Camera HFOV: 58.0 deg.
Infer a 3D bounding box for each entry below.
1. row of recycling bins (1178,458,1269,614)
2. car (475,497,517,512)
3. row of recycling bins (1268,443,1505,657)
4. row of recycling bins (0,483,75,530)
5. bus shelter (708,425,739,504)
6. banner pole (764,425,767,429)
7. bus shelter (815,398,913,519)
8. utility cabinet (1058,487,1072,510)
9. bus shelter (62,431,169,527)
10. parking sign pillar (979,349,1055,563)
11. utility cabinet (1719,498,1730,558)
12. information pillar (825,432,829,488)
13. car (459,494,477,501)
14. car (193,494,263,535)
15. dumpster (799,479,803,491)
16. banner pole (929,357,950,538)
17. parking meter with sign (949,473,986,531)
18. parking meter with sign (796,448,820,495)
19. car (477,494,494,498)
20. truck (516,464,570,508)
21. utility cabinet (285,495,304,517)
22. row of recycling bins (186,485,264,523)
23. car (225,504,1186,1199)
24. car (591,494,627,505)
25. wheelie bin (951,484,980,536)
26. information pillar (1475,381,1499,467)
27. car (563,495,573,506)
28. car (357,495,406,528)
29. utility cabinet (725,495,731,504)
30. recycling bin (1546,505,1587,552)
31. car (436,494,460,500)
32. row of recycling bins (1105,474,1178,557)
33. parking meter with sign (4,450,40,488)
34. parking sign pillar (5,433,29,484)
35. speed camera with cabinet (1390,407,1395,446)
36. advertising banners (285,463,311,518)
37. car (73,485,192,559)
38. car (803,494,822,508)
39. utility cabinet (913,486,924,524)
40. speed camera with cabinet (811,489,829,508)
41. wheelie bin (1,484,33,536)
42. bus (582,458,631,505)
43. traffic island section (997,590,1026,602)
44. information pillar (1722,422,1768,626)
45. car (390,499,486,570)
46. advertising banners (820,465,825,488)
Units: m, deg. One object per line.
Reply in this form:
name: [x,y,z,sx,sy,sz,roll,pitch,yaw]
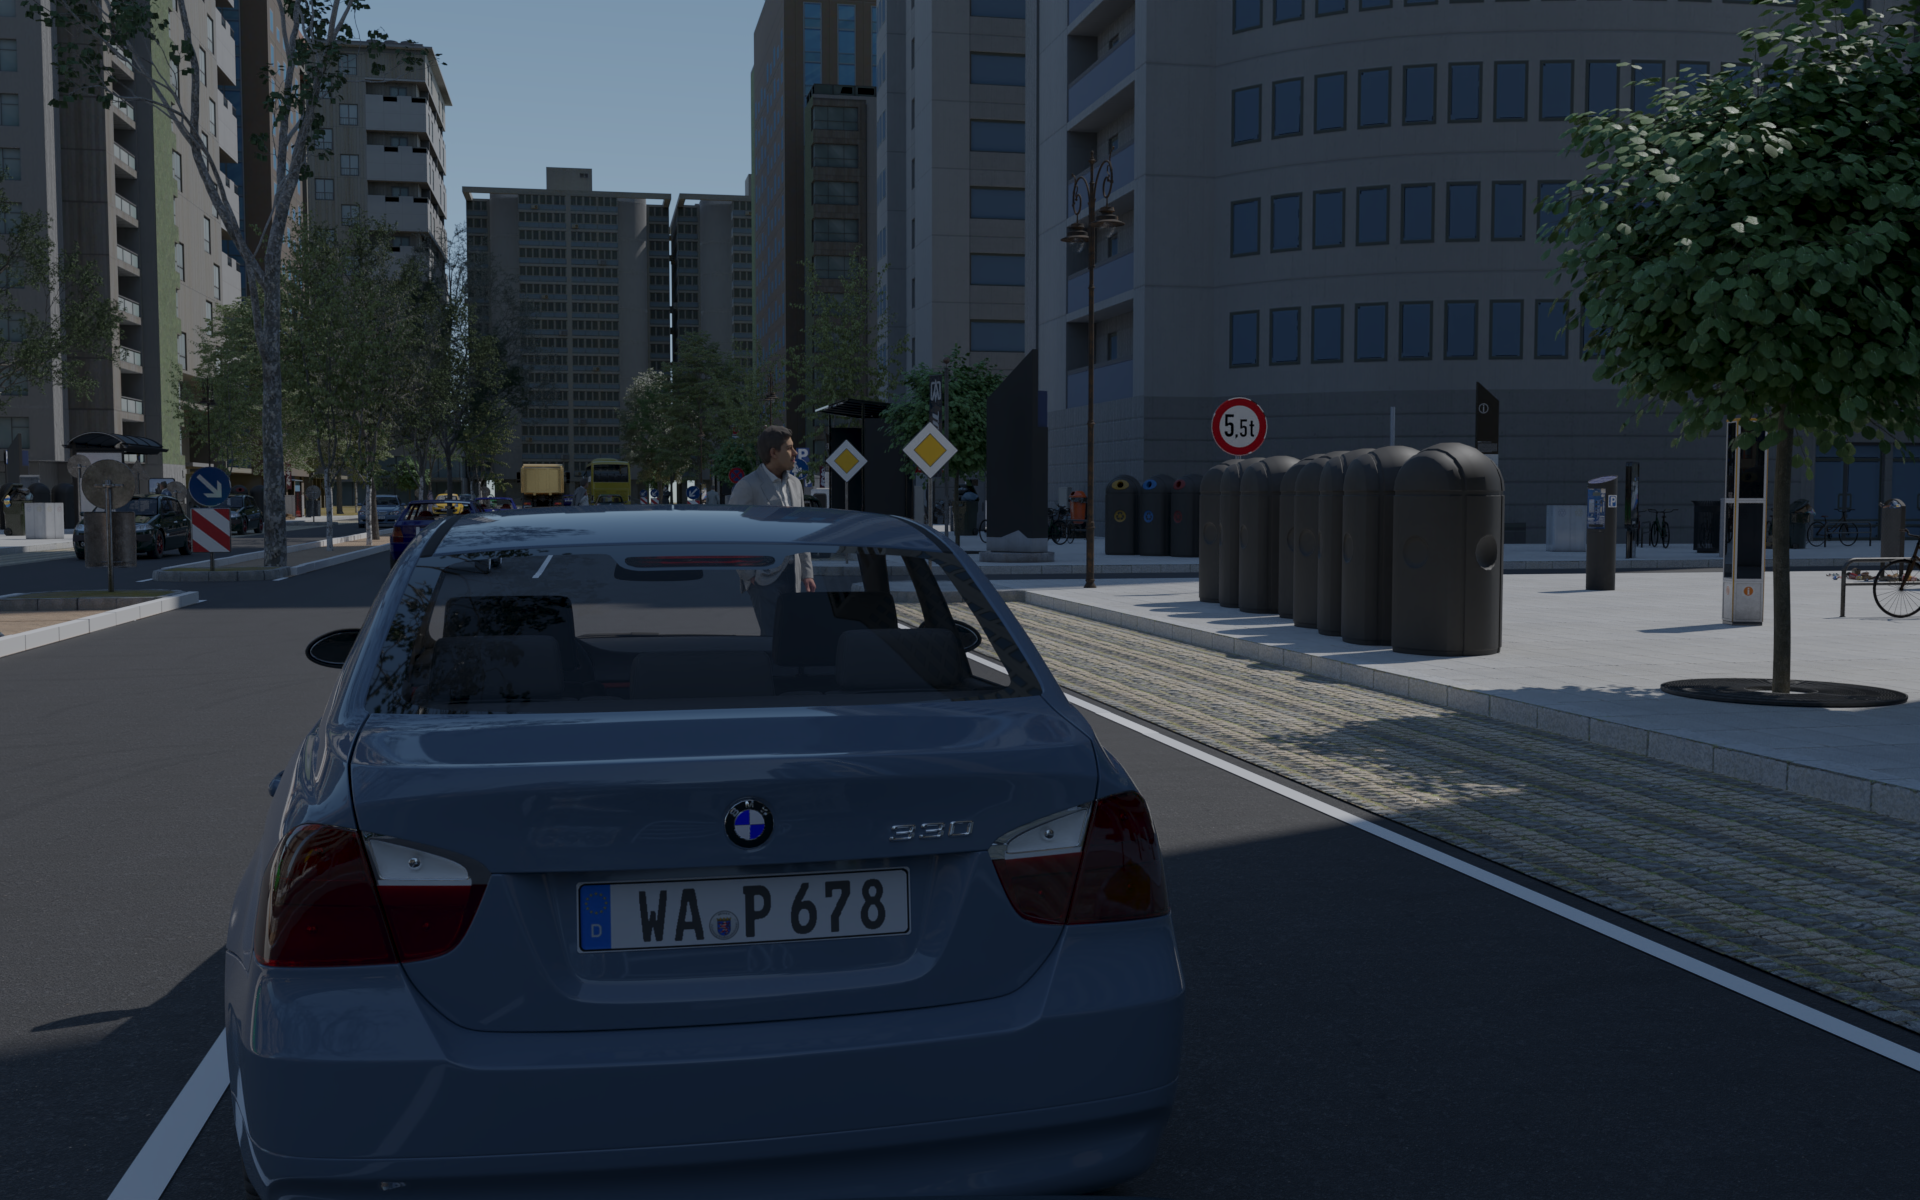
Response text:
row of recycling bins: [3.480,-0.742,19.239,1.069,1.692,3.534,-1,4,-9]
car: [-14.763,-2.591,54.943,1.945,1.354,3.894,-1,4,-14]
row of recycling bins: [3.769,-0.503,15.335,1.069,1.692,3.534,0,4,-6]
row of recycling bins: [-33.904,-3.408,62.841,3.534,1.692,1.069,-3,5,-44]
bus shelter: [-13.177,-7.418,98.910,2.179,5.291,8.768,-1,4,-12]
banner pole: [-7.049,-4.446,62.704,0.401,3.779,0.863,0,4,-3]
bus shelter: [-2.543,-3.321,45.581,1.731,3.624,6.357,-1,4,-12]
utility cabinet: [3.221,-2.729,53.298,0.318,1.500,1.173,1,4,11]
bus shelter: [-28.484,-3.959,58.657,2.014,3.302,5.546,-1,4,-12]
parking sign pillar: [1.081,-2.715,32.856,1.447,3.967,1.447,-3,5,-40]
utility cabinet: [15.778,-1.478,35.332,0.306,1.237,1.020,3,4,38]
information pillar: [-4.813,-4.476,64.539,0.504,3.616,0.183,1,4,15]
car: [-39.908,-7.855,140.229,2.131,1.459,4.920,-1,4,-13]
car: [-25.888,-3.145,61.211,2.009,1.686,4.222,-1,4,-10]
dumpster: [-6.943,-4.324,73.196,1.502,2.255,1.985,-1,4,-12]
banner pole: [-0.364,-2.561,31.894,0.401,3.779,0.863,-2,4,-31]
parking meter with sign: [0.511,-3.871,59.559,1.738,3.016,0.543,0,4,-7]
parking meter with sign: [-5.647,-4.276,66.169,0.543,3.016,1.738,1,4,19]
car: [-44.659,-9.260,163.192,2.131,1.459,4.920,-1,4,-12]
truck: [-26.772,-7.052,111.224,3.469,3.379,9.791,-1,4,-13]
utility cabinet: [-37.018,-5.206,96.277,1.020,1.237,0.306,0,4,1]
row of recycling bins: [-32.714,-4.301,77.436,3.534,1.692,1.069,-3,5,-39]
car: [-0.803,0.442,4.768,2.014,1.417,4.499,-1,4,-13]
car: [-19.353,-5.248,95.591,2.009,1.686,4.222,-1,4,-13]
wheelie bin: [0.172,-2.784,53.419,0.980,1.594,0.693,3,5,41]
information pillar: [10.945,-2.735,36.064,0.504,3.616,0.183,0,4,-5]
car: [-39.938,-10.057,177.018,1.945,1.354,3.894,-1,4,-11]
car: [-24.951,-3.843,74.839,2.014,1.417,4.499,-1,4,-14]
utility cabinet: [-12.345,-4.975,92.502,0.306,1.237,1.020,-1,4,-15]
recycling bin: [13.531,-1.597,38.659,0.722,1.027,0.722,0,4,6]
car: [-32.630,-6.122,110.325,2.015,1.641,3.980,-1,4,-12]
row of recycling bins: [4.405,-1.744,35.635,1.069,1.692,3.534,-3,5,-43]
parking meter with sign: [-37.213,-4.468,69.310,1.738,3.016,0.543,-2,4,-24]
parking sign pillar: [-42.114,-5.436,77.353,1.447,3.967,1.447,3,4,36]
speed camera with cabinet: [10.493,-2.740,39.142,2.038,3.252,0.660,2,4,31]
advertising banners: [-36.245,-6.036,94.879,2.074,3.025,0.090,2,4,28]
car: [-18.732,-1.807,39.327,2.009,1.686,4.222,-1,4,-10]
car: [-3.987,-1.838,39.840,2.009,1.686,4.222,-1,4,-11]
utility cabinet: [-1.307,-2.318,46.573,0.318,1.500,1.173,-2,4,-24]
speed camera with cabinet: [-4.155,-3.940,58.758,2.038,3.252,0.660,3,4,39]
wheelie bin: [-28.966,-2.775,53.283,0.693,1.594,0.980,0,4,-2]
bus: [-24.124,-7.753,118.306,2.896,3.916,12.252,-1,4,-14]
traffic island section: [-0.397,-0.111,24.101,2.009,0.180,2.903,-1,4,-12]
information pillar: [7.687,-0.762,16.957,0.304,2.012,0.304,0,4,5]
car: [-9.535,-1.206,32.304,1.945,1.354,3.894,-1,4,-10]
advertising banners: [-8.693,-6.431,101.329,2.074,3.025,0.090,1,4,14]
